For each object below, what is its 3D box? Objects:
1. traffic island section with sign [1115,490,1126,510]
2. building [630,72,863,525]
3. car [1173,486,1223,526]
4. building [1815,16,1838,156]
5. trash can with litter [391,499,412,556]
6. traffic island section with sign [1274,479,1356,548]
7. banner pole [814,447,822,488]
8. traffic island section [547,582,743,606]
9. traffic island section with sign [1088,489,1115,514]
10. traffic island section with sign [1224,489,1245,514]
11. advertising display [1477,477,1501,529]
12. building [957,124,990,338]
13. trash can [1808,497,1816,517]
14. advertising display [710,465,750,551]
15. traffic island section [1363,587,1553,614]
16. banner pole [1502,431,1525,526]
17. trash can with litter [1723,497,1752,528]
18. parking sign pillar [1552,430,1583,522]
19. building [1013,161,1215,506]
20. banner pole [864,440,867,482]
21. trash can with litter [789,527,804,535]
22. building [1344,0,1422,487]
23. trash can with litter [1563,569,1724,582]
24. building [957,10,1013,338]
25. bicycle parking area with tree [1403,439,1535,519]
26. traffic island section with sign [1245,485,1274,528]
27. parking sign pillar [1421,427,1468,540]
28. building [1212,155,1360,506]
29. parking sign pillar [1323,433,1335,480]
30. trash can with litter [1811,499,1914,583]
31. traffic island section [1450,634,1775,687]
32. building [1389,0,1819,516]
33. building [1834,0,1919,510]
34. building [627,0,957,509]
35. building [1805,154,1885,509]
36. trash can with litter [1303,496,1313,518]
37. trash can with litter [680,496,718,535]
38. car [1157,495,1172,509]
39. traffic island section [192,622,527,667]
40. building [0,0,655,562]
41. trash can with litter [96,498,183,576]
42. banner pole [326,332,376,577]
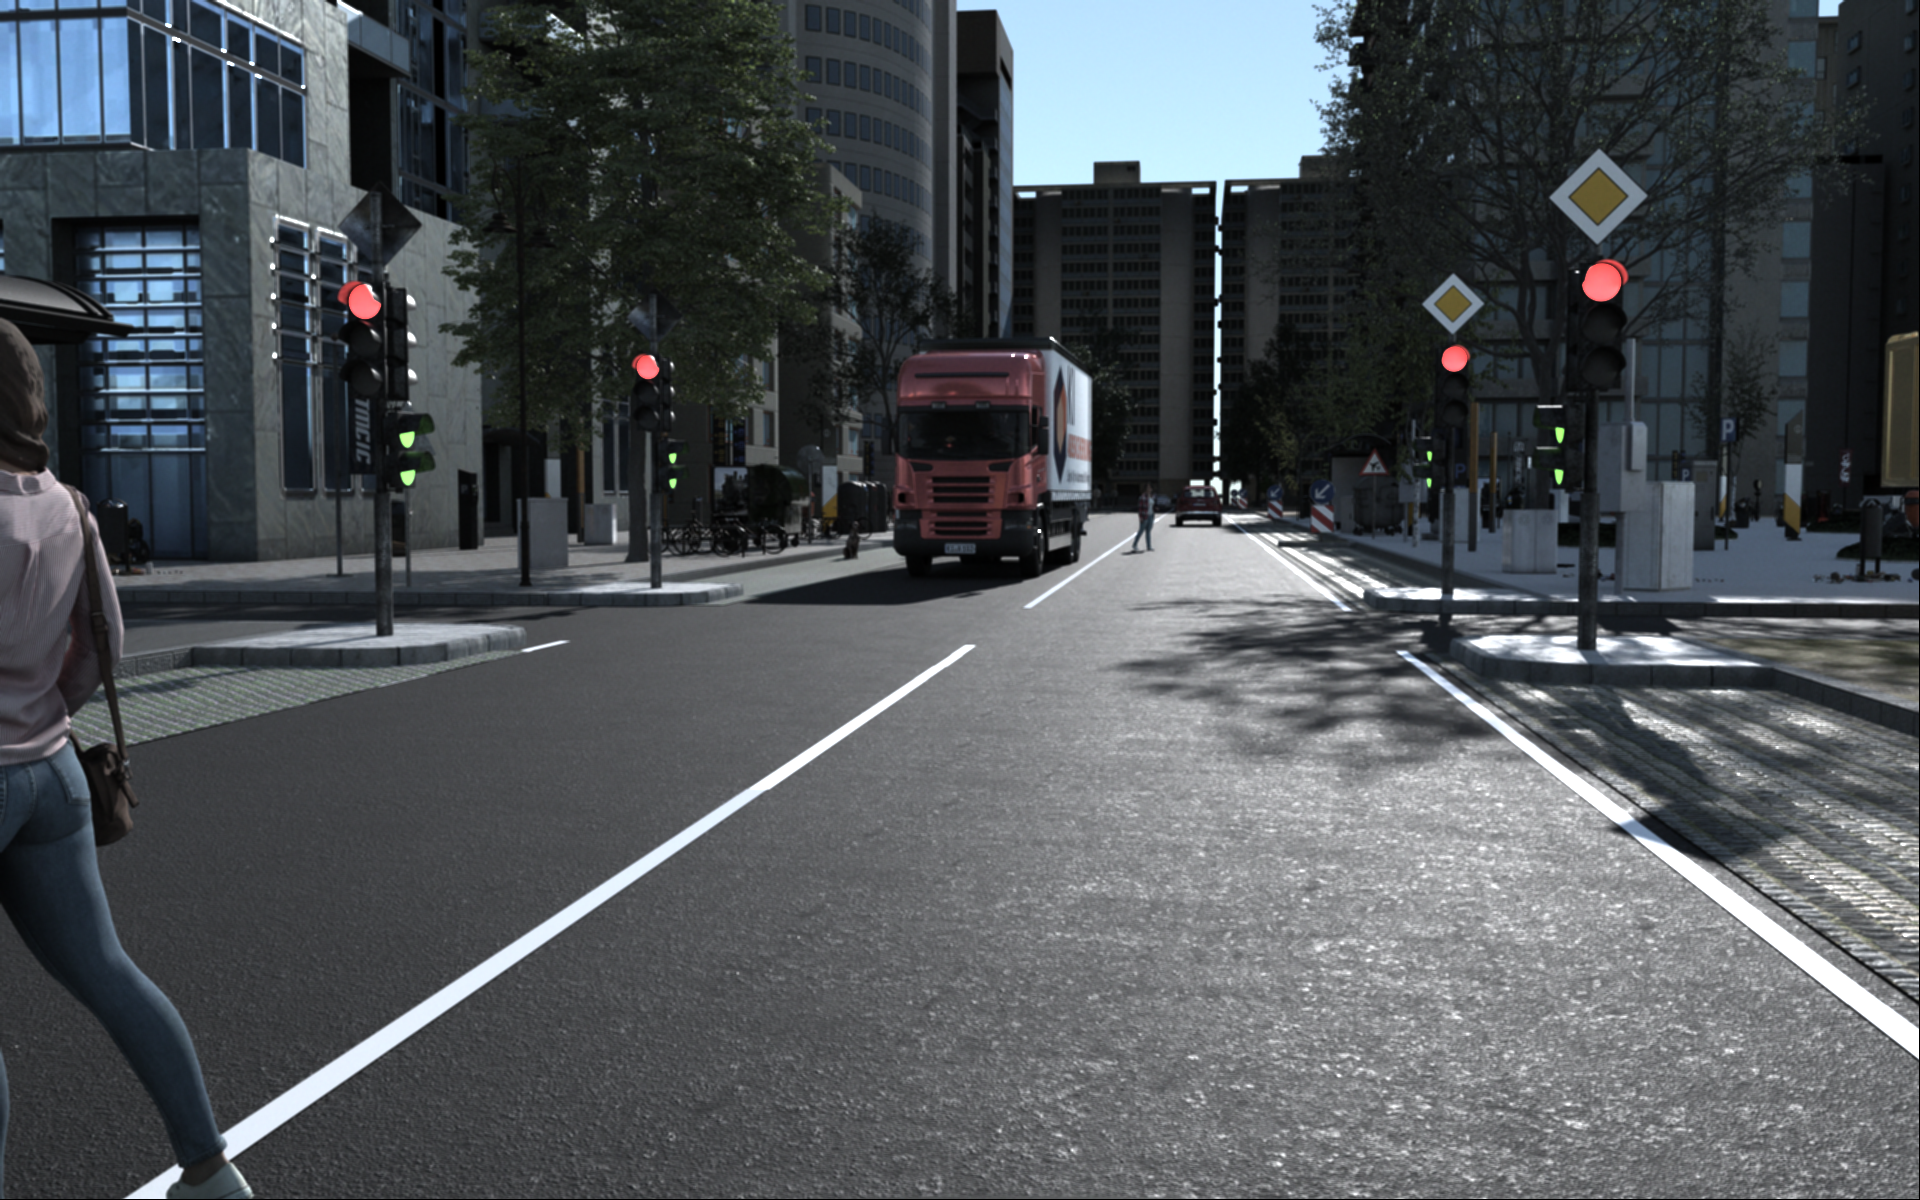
[{"bbox_3d":[13.571,-8.749,151.678,1.989,1.847,2.006,0,4,8],"label":"traffic island section with sign"},{"bbox_3d":[-21.252,-14.793,86.898,27.650,21.520,28.899,0,4,8],"label":"building"},{"bbox_3d":[10.920,-4.326,79.404,2.281,1.827,5.304,0,4,6],"label":"car"},{"bbox_3d":[90.118,-36.926,192.977,27.495,52.752,28.713,0,4,8],"label":"building"},{"bbox_3d":[-11.633,-1.507,36.025,0.624,1.170,1.055,-2,4,-26],"label":"trash can with litter"},{"bbox_3d":[9.643,-2.341,46.911,1.989,1.847,2.006,0,4,8],"label":"traffic island section with sign"},{"bbox_3d":[-6.434,-5.535,80.515,0.863,3.779,0.401,2,4,26],"label":"banner pole"},{"bbox_3d":[-4.166,-0.084,23.652,2.009,0.180,2.903,0,4,8],"label":"traffic island section"},{"bbox_3d":[9.922,-7.105,124.795,1.989,1.847,2.006,0,4,8],"label":"traffic island section with sign"},{"bbox_3d":[20.096,-7.043,123.788,1.989,1.847,2.006,0,4,8],"label":"traffic island section with sign"},{"bbox_3d":[19.728,-3.641,64.743,0.974,1.923,0.123,3,4,38],"label":"advertising display"},{"bbox_3d":[-5.408,-22.289,136.121,14.160,30.474,14.107,0,4,8],"label":"building"},{"bbox_3d":[40.659,-4.340,82.605,0.748,1.137,0.748,0,3,0],"label":"trash can"},{"bbox_3d":[-5.170,-2.064,38.961,0.974,1.923,0.123,-3,5,-41],"label":"advertising display"},{"bbox_3d":[6.279,0.003,22.232,2.009,0.180,2.903,0,4,8],"label":"traffic island section"},{"bbox_3d":[22.201,-4.852,69.349,0.863,3.779,0.401,0,4,3],"label":"banner pole"},{"bbox_3d":[29.166,-3.282,65.043,0.624,1.170,1.055,-2,4,-25],"label":"trash can with litter"},{"bbox_3d":[22.146,-4.538,62.673,1.447,3.967,1.447,2,4,26],"label":"parking sign pillar"},{"bbox_3d":[18.393,-31.379,204.923,23.993,40.220,32.217,0,4,8],"label":"building"},{"bbox_3d":[-4.406,-5.565,80.997,0.401,3.779,0.863,0,4,5],"label":"banner pole"},{"bbox_3d":[-5.286,-2.608,54.023,0.624,1.170,1.055,2,4,25],"label":"trash can with litter"},{"bbox_3d":[44.168,-30.042,145.810,22.147,44.769,28.867,0,4,8],"label":"building"},{"bbox_3d":[10.125,-0.913,25.989,1.678,1.210,2.233,-2,4,-29],"label":"trash can with litter"},{"bbox_3d":[-2.889,-31.180,159.903,14.200,45.320,14.600,0,4,8],"label":"building"},{"bbox_3d":[26.740,-6.336,90.592,8.231,4.147,9.016,2,4,27],"label":"bicycle parking area with tree"},{"bbox_3d":[13.368,-4.015,74.273,1.989,1.847,2.006,0,4,8],"label":"traffic island section with sign"},{"bbox_3d":[13.641,-3.660,48.312,1.447,3.967,1.447,-1,4,-12],"label":"parking sign pillar"},{"bbox_3d":[42.090,-31.147,201.130,23.993,40.220,32.217,0,4,8],"label":"building"},{"bbox_3d":[15.897,-5.271,74.658,1.447,3.967,1.447,1,4,10],"label":"parking sign pillar"},{"bbox_3d":[13.241,-0.897,25.717,2.233,1.210,1.678,-3,4,-39],"label":"trash can with litter"},{"bbox_3d":[5.203,0.487,14.319,2.009,0.180,2.903,0,4,8],"label":"traffic island section"},{"bbox_3d":[42.015,-30.325,115.419,23.786,49.044,30.456,0,4,8],"label":"building"},{"bbox_3d":[87.597,-31.842,144.323,21.600,48.544,21.300,0,4,8],"label":"building"},{"bbox_3d":[-12.522,-35.041,114.915,21.231,58.520,28.212,0,4,8],"label":"building"},{"bbox_3d":[70.208,-23.194,150.929,14.107,30.474,14.160,0,4,8],"label":"building"},{"bbox_3d":[18.999,-5.061,94.135,1.055,1.170,0.624,-3,5,-41],"label":"trash can with litter"},{"bbox_3d":[-8.109,-2.694,55.098,1.678,1.210,2.233,1,4,14],"label":"trash can with litter"},{"bbox_3d":[19.136,-9.346,165.172,2.083,1.381,4.827,0,4,8],"label":"car"},{"bbox_3d":[-5.242,0.400,15.739,2.009,0.180,2.903,0,4,8],"label":"traffic island section"},{"bbox_3d":[-22.204,-44.902,46.817,22.319,86.520,31.000,0,4,8],"label":"building"},{"bbox_3d":[-13.806,-1.019,27.717,2.233,1.210,1.678,1,4,14],"label":"trash can with litter"},{"bbox_3d":[-9.461,-2.261,26.991,0.863,3.779,0.401,-1,4,-13],"label":"banner pole"}]
